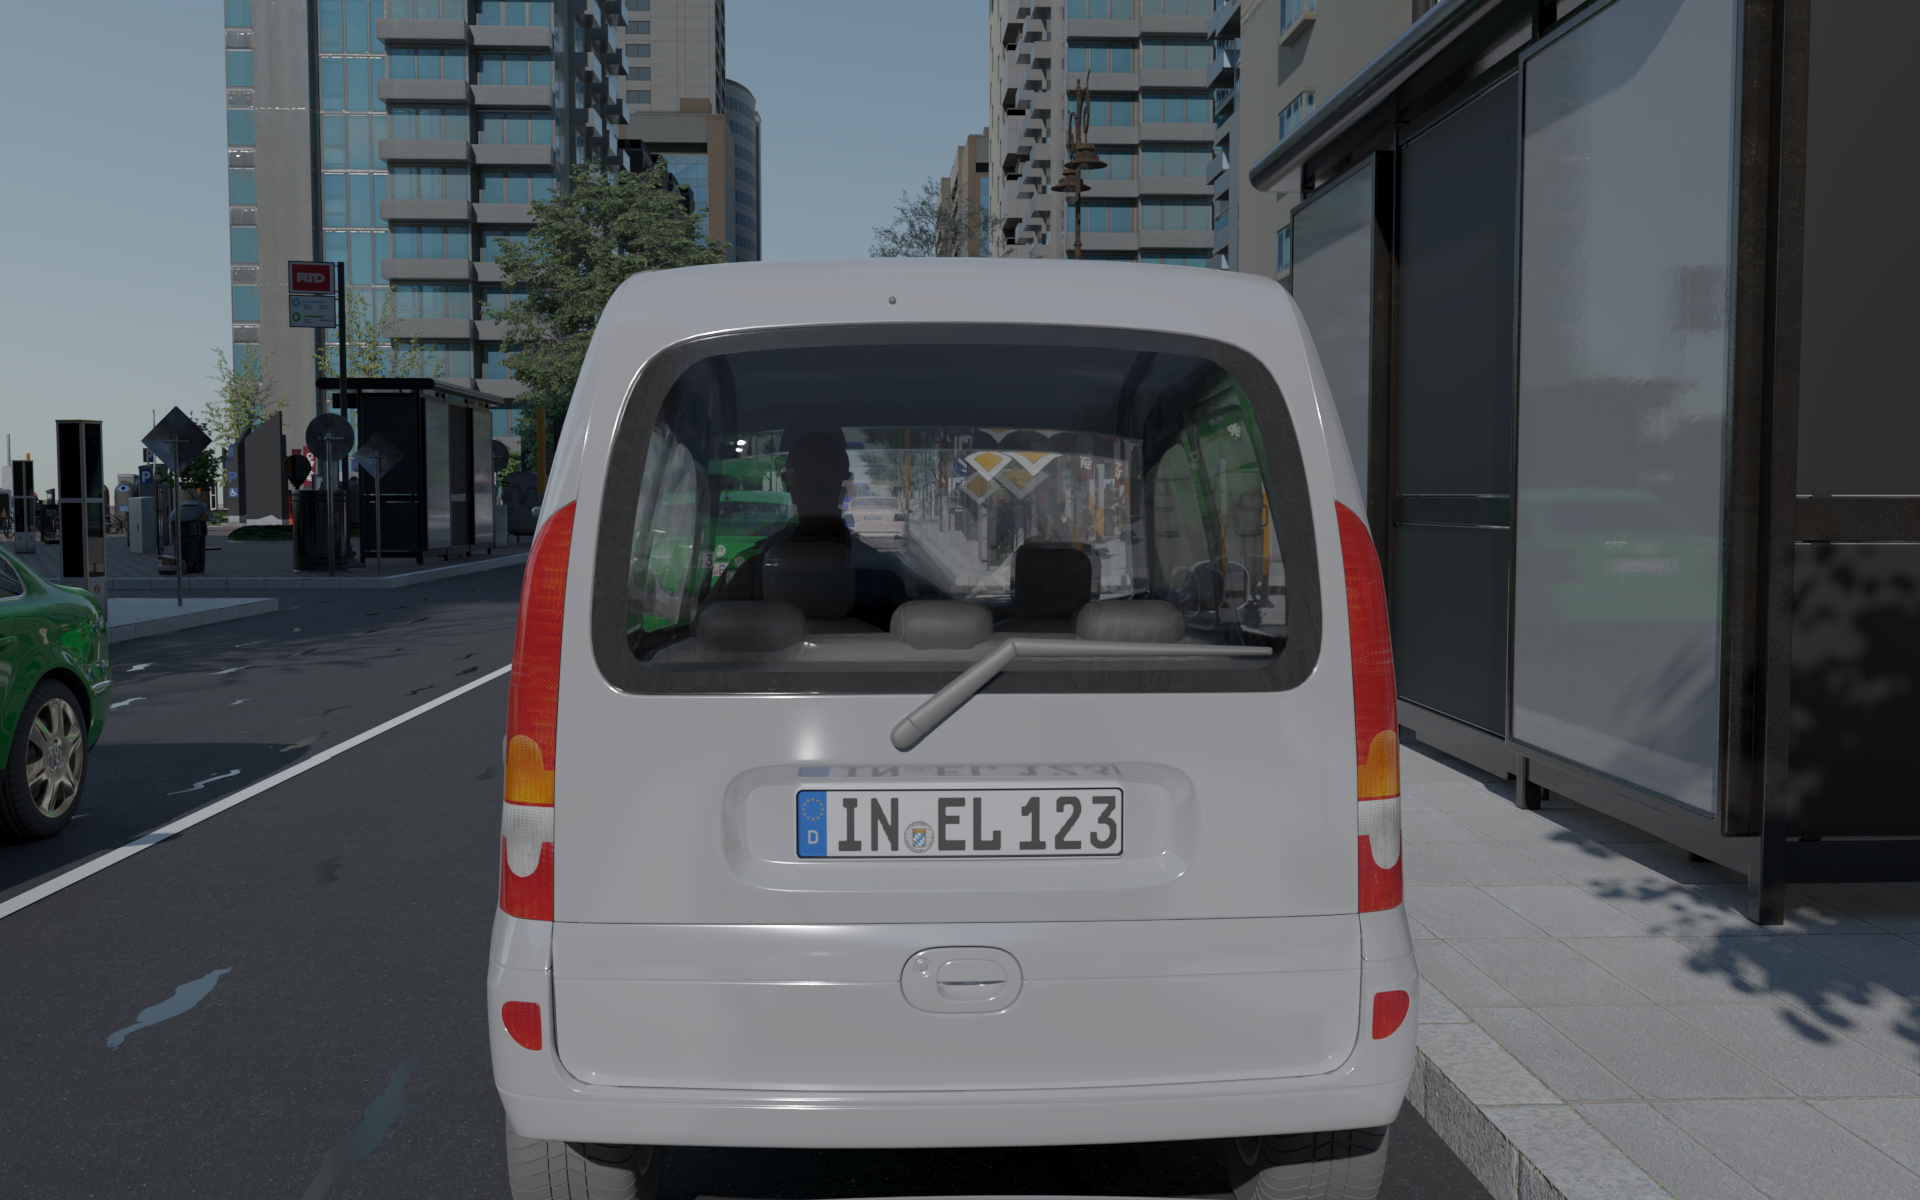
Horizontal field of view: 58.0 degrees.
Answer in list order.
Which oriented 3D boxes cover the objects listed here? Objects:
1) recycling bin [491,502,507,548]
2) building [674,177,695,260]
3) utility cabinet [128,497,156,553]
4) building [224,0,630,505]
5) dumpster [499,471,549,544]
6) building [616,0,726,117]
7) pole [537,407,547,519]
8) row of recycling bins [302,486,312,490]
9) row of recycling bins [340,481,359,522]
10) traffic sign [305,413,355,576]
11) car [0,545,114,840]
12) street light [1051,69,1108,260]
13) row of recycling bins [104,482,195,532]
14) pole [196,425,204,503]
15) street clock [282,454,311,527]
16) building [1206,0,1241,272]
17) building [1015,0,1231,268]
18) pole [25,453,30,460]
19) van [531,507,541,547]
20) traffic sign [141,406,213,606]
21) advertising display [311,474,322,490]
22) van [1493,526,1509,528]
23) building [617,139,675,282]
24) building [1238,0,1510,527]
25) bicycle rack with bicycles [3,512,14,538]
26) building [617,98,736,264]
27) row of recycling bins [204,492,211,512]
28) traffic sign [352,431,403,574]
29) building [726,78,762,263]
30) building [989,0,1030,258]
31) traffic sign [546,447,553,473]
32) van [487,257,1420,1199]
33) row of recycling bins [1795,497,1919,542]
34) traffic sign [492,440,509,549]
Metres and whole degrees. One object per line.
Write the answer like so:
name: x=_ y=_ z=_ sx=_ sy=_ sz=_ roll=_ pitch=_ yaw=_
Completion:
recycling bin: x=-11.298 y=-1.758 z=41.291 sx=0.722 sy=1.027 sz=0.722 roll=2 pitch=4 yaw=28
building: x=-31.336 y=-23.433 z=154.831 sx=14.160 sy=30.474 sz=14.107 roll=0 pitch=4 yaw=-3
utility cabinet: x=-18.039 y=-1.653 z=38.192 sx=0.306 sy=1.237 sz=1.020 roll=-3 pitch=5 yaw=-40
building: x=-34.571 y=-30.400 z=116.655 sx=23.786 sy=49.044 sz=30.456 roll=0 pitch=4 yaw=-3
dumpster: x=-11.047 y=-2.364 z=44.415 sx=1.264 sy=1.857 sz=1.865 roll=0 pitch=4 yaw=-3
building: x=-37.663 y=-47.641 z=217.179 sx=20.563 sy=71.187 sz=20.611 roll=0 pitch=4 yaw=-3
pole: x=-9.829 y=-2.868 z=40.736 sx=0.158 sy=3.312 sz=0.155 roll=0 pitch=3 yaw=0
row of recycling bins: x=-27.072 y=-4.040 z=73.172 sx=1.069 sy=1.692 sz=3.534 roll=0 pitch=4 yaw=-8
row of recycling bins: x=-19.438 y=-2.899 z=54.508 sx=1.069 sy=1.692 sz=3.534 roll=-1 pitch=4 yaw=-12
traffic sign: x=-9.881 y=-1.656 z=27.176 sx=0.768 sy=2.556 sz=0.104 roll=0 pitch=4 yaw=-2
car: x=-4.589 y=0.182 z=5.816 sx=1.959 sy=1.807 sz=4.718 roll=0 pitch=4 yaw=-3
street light: x=1.319 y=-2.854 z=19.449 sx=0.468 sy=5.910 sz=1.993 roll=0 pitch=4 yaw=-3
row of recycling bins: x=-27.612 y=-3.131 z=58.297 sx=3.534 sy=1.692 sz=1.069 roll=-1 pitch=4 yaw=-9
pole: x=-22.412 y=-3.497 z=51.025 sx=0.158 sy=3.312 sz=0.155 roll=0 pitch=3 yaw=0
street clock: x=-12.096 y=-1.655 z=31.635 sx=0.471 sy=2.002 sz=0.358 roll=-2 pitch=4 yaw=-29
building: x=20.794 y=-47.229 z=84.866 sx=22.319 sy=86.520 sz=31.000 roll=0 pitch=4 yaw=-3
building: x=15.840 y=-31.143 z=128.792 sx=23.786 sy=49.044 sz=30.456 roll=0 pitch=4 yaw=-3
pole: x=-46.542 y=-5.671 z=86.560 sx=0.158 sy=3.312 sz=0.155 roll=0 pitch=3 yaw=0
van: x=-5.951 y=-1.326 z=28.690 sx=2.013 sy=2.044 sz=4.112 roll=0 pitch=4 yaw=-2
traffic sign: x=-8.929 y=-0.987 z=19.772 sx=0.795 sy=2.450 sz=0.064 roll=0 pitch=4 yaw=-3
advertising display: x=-21.119 y=-3.191 z=57.383 sx=0.123 sy=1.923 sz=0.974 roll=1 pitch=4 yaw=16
van: x=9.298 y=-1.066 z=24.436 sx=4.112 sy=2.044 sz=2.013 roll=0 pitch=4 yaw=-3
building: x=-31.362 y=-22.564 z=140.621 sx=14.160 sy=30.474 sz=14.107 roll=0 pitch=4 yaw=-3
building: x=18.919 y=-25.849 z=46.326 sx=21.600 sy=48.544 sz=21.300 roll=0 pitch=4 yaw=-3
bicycle rack with bicycles: x=-26.881 y=-2.302 z=51.015 sx=2.852 sy=0.926 sz=2.925 roll=1 pitch=4 yaw=21
building: x=-33.362 y=-33.628 z=199.921 sx=14.600 sy=45.320 sz=14.200 roll=0 pitch=4 yaw=-3
row of recycling bins: x=-32.652 y=-3.980 z=72.184 sx=3.534 sy=1.692 sz=1.069 roll=2 pitch=4 yaw=26
traffic sign: x=-9.323 y=-1.474 z=27.747 sx=0.795 sy=2.450 sz=0.064 roll=0 pitch=4 yaw=-3
building: x=-39.091 y=-42.815 z=242.027 sx=21.231 sy=58.520 sz=28.212 roll=0 pitch=4 yaw=-3
building: x=16.866 y=-34.784 z=157.953 sx=28.713 sy=52.752 sz=27.495 roll=0 pitch=4 yaw=-3
traffic sign: x=-10.862 y=-2.847 z=46.656 sx=0.768 sy=2.556 sz=0.104 roll=0 pitch=4 yaw=2
van: x=-0.082 y=0.139 z=4.740 sx=2.013 sy=2.044 sz=4.112 roll=0 pitch=4 yaw=-2
row of recycling bins: x=6.842 y=-0.422 z=14.013 sx=1.069 sy=1.692 sz=3.534 roll=0 pitch=4 yaw=3
traffic sign: x=-10.925 y=-2.473 z=40.532 sx=0.768 sy=2.556 sz=0.104 roll=0 pitch=4 yaw=0
